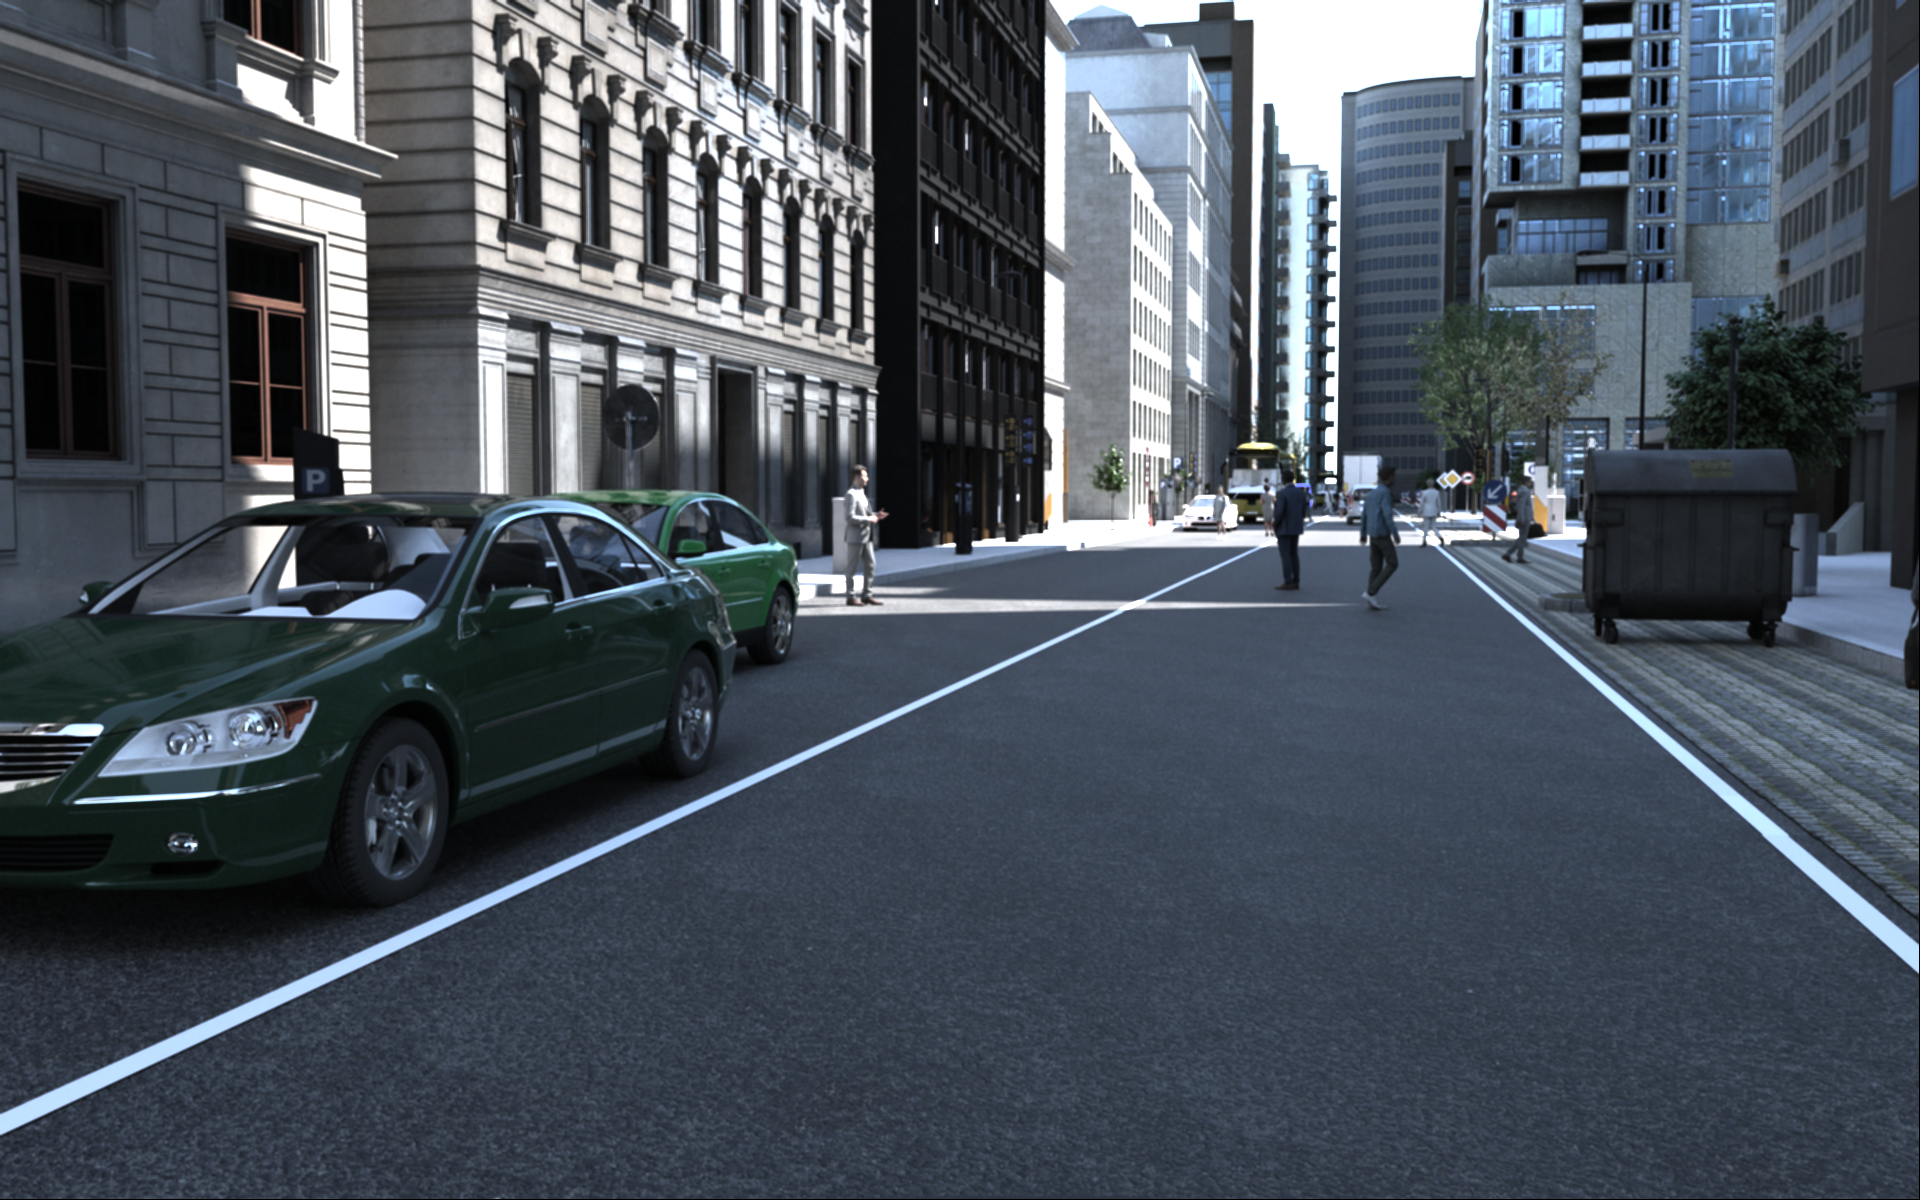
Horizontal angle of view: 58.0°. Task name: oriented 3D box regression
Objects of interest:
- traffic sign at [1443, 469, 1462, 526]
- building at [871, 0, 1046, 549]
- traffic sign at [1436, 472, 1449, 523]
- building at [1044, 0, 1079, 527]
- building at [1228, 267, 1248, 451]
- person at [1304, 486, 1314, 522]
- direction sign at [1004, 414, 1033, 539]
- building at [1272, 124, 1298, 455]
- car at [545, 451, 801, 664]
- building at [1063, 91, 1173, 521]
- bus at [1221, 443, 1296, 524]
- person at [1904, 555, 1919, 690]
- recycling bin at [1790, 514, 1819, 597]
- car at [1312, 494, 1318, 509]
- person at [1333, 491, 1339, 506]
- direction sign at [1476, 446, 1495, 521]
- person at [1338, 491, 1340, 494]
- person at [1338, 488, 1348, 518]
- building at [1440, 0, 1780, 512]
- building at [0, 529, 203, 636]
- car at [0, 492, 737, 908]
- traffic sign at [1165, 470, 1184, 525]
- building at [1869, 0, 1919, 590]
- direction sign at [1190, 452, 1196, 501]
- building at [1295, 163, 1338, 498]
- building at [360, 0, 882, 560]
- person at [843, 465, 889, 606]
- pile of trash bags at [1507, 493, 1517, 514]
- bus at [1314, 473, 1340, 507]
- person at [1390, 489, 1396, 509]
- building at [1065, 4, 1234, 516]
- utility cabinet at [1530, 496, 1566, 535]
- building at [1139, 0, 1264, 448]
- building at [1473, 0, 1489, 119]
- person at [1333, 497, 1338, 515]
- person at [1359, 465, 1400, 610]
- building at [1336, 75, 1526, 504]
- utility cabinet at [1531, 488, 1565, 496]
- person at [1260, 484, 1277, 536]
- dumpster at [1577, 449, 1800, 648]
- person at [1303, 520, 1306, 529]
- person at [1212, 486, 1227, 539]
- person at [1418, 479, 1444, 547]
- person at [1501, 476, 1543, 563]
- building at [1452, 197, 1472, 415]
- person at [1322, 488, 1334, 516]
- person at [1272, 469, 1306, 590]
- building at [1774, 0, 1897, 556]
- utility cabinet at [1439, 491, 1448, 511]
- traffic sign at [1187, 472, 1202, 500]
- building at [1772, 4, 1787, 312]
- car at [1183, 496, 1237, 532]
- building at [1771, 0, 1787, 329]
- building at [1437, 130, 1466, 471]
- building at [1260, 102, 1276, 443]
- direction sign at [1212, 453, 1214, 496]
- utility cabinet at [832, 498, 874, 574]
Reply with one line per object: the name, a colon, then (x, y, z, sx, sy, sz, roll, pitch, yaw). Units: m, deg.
traffic sign: (19.863, -4.053, 69.903, 0.795, 2.450, 0.064, 1, 4, 13)
building: (-5.118, -13.403, 48.825, 12.332, 23.373, 15.834, 1, 4, 13)
traffic sign: (21.728, -4.528, 77.668, 0.795, 2.450, 0.064, 1, 4, 13)
building: (-7.864, -17.135, 67.541, 23.554, 28.519, 14.401, 1, 4, 13)
building: (15.758, -18.295, 140.929, 13.314, 21.916, 24.055, 1, 4, 13)
person: (17.585, -4.854, 87.842, 0.713, 1.824, 0.794, -1, 4, -21)
direction sign: (1.666, -3.497, 49.178, 0.876, 3.537, 0.379, -1, 4, -20)
building: (25.583, -36.514, 216.612, 30.456, 49.044, 23.786, 1, 4, 13)
car: (-2.661, -0.287, 13.497, 1.959, 1.807, 4.718, 1, 4, 13)
building: (5.032, -14.481, 91.521, 10.420, 20.320, 16.860, 1, 4, 13)
bus: (15.187, -5.837, 86.990, 2.896, 3.916, 12.252, 1, 4, 15)
person: (4.884, 0.027, 8.185, 0.709, 1.813, 0.853, 1, 4, 20)
recycling bin: (10.434, -0.578, 22.012, 0.722, 1.027, 0.722, 3, 5, 40)
car: (34.276, -9.808, 170.582, 2.015, 1.641, 3.980, 1, 4, 13)
person: (37.620, -10.011, 172.900, 1.217, 1.735, 0.721, -2, 4, -28)
direction sign: (24.765, -5.487, 81.711, 0.876, 3.537, 0.379, 2, 4, 32)
person: (38.260, -10.101, 174.469, 0.721, 1.723, 1.217, 0, 4, -6)
person: (22.844, -5.793, 103.312, 0.616, 1.811, 0.778, 1, 4, 17)
building: (49.076, -50.030, 130.657, 22.319, 86.520, 31.000, 1, 4, 13)
building: (-14.253, -10.745, 11.845, 11.583, 22.565, 21.152, 1, 4, 13)
car: (-2.506, 0.253, 7.656, 2.131, 1.459, 4.920, 1, 4, 13)
traffic sign: (8.982, -4.213, 72.528, 0.795, 2.450, 0.064, 1, 4, 13)
building: (17.721, -22.295, 14.632, 14.600, 45.320, 14.200, 1, 4, 13)
direction sign: (12.591, -6.216, 93.633, 0.379, 3.537, 0.876, 2, 4, 29)
building: (38.815, -38.569, 250.215, 30.456, 49.044, 23.786, 1, 4, 13)
building: (-8.466, -11.117, 30.911, 9.793, 20.994, 18.267, 1, 4, 13)
person: (-1.219, -0.825, 22.194, 0.583, 1.804, 0.606, 1, 4, 10)
pile of trash bags: (33.965, -5.839, 105.227, 1.912, 1.369, 3.447, 0, 4, 4)
bus: (42.855, -12.873, 202.020, 2.896, 3.916, 12.252, 1, 4, 13)
person: (31.875, -7.324, 128.234, 0.794, 1.824, 0.713, -2, 4, -24)
building: (11.109, -20.567, 113.755, 11.434, 29.767, 29.804, 1, 4, 13)
utility cabinet: (18.385, -2.632, 54.195, 1.020, 1.237, 0.306, 2, 4, 24)
building: (20.962, -31.374, 163.079, 14.600, 45.320, 14.200, 1, 4, 13)
building: (53.044, -30.833, 154.234, 14.600, 45.320, 14.200, 1, 4, 13)
person: (25.818, -6.484, 119.190, 0.332, 1.250, 0.352, -1, 4, -14)
person: (5.166, -0.767, 21.391, 0.444, 1.785, 0.601, 0, 4, -7)
building: (67.156, -42.780, 241.457, 28.212, 58.520, 21.231, 1, 4, 13)
utility cabinet: (22.327, -3.494, 65.811, 1.173, 1.500, 0.318, 0, 4, -1)
person: (10.568, -3.066, 58.988, 0.716, 1.782, 0.532, 0, 4, 3)
dumpster: (6.980, -0.519, 16.708, 1.865, 1.857, 1.264, 1, 4, 15)
person: (13.787, -3.676, 70.405, 0.589, 1.601, 0.330, 0, 4, -5)
person: (8.257, -2.780, 54.955, 0.512, 1.701, 0.522, 2, 4, 31)
person: (12.604, -2.318, 46.285, 0.514, 1.842, 0.818, -2, 4, -29)
person: (11.619, -1.654, 35.669, 0.853, 1.813, 0.709, 0, 4, 8)
building: (55.347, -24.311, 169.189, 14.160, 30.474, 14.107, 1, 4, 13)
person: (24.161, -6.441, 113.695, 0.514, 1.842, 0.818, -3, 5, -43)
person: (4.946, -1.058, 25.973, 0.721, 1.800, 0.419, -3, 5, -43)
building: (33.693, -21.269, 39.622, 32.217, 40.220, 23.993, 1, 4, 13)
utility cabinet: (36.021, -7.361, 129.032, 0.318, 1.500, 1.173, 0, 4, -2)
traffic sign: (10.847, -4.688, 80.293, 0.795, 2.450, 0.064, 1, 4, 13)
building: (56.081, -28.372, 83.493, 30.456, 49.044, 23.786, 1, 4, 13)
car: (9.766, -3.368, 67.435, 2.083, 1.381, 4.827, 1, 4, 13)
building: (88.608, -46.805, 203.509, 20.611, 71.187, 20.563, 1, 4, 13)
building: (66.248, -34.397, 212.503, 14.600, 45.320, 14.200, 1, 4, 13)
building: (24.669, -30.196, 177.305, 14.154, 41.232, 14.086, 1, 4, 13)
direction sign: (13.843, -6.287, 94.796, 0.379, 3.537, 0.876, 0, 4, 6)
utility cabinet: (-1.727, -1.044, 28.235, 0.306, 1.237, 1.020, 1, 4, 21)
